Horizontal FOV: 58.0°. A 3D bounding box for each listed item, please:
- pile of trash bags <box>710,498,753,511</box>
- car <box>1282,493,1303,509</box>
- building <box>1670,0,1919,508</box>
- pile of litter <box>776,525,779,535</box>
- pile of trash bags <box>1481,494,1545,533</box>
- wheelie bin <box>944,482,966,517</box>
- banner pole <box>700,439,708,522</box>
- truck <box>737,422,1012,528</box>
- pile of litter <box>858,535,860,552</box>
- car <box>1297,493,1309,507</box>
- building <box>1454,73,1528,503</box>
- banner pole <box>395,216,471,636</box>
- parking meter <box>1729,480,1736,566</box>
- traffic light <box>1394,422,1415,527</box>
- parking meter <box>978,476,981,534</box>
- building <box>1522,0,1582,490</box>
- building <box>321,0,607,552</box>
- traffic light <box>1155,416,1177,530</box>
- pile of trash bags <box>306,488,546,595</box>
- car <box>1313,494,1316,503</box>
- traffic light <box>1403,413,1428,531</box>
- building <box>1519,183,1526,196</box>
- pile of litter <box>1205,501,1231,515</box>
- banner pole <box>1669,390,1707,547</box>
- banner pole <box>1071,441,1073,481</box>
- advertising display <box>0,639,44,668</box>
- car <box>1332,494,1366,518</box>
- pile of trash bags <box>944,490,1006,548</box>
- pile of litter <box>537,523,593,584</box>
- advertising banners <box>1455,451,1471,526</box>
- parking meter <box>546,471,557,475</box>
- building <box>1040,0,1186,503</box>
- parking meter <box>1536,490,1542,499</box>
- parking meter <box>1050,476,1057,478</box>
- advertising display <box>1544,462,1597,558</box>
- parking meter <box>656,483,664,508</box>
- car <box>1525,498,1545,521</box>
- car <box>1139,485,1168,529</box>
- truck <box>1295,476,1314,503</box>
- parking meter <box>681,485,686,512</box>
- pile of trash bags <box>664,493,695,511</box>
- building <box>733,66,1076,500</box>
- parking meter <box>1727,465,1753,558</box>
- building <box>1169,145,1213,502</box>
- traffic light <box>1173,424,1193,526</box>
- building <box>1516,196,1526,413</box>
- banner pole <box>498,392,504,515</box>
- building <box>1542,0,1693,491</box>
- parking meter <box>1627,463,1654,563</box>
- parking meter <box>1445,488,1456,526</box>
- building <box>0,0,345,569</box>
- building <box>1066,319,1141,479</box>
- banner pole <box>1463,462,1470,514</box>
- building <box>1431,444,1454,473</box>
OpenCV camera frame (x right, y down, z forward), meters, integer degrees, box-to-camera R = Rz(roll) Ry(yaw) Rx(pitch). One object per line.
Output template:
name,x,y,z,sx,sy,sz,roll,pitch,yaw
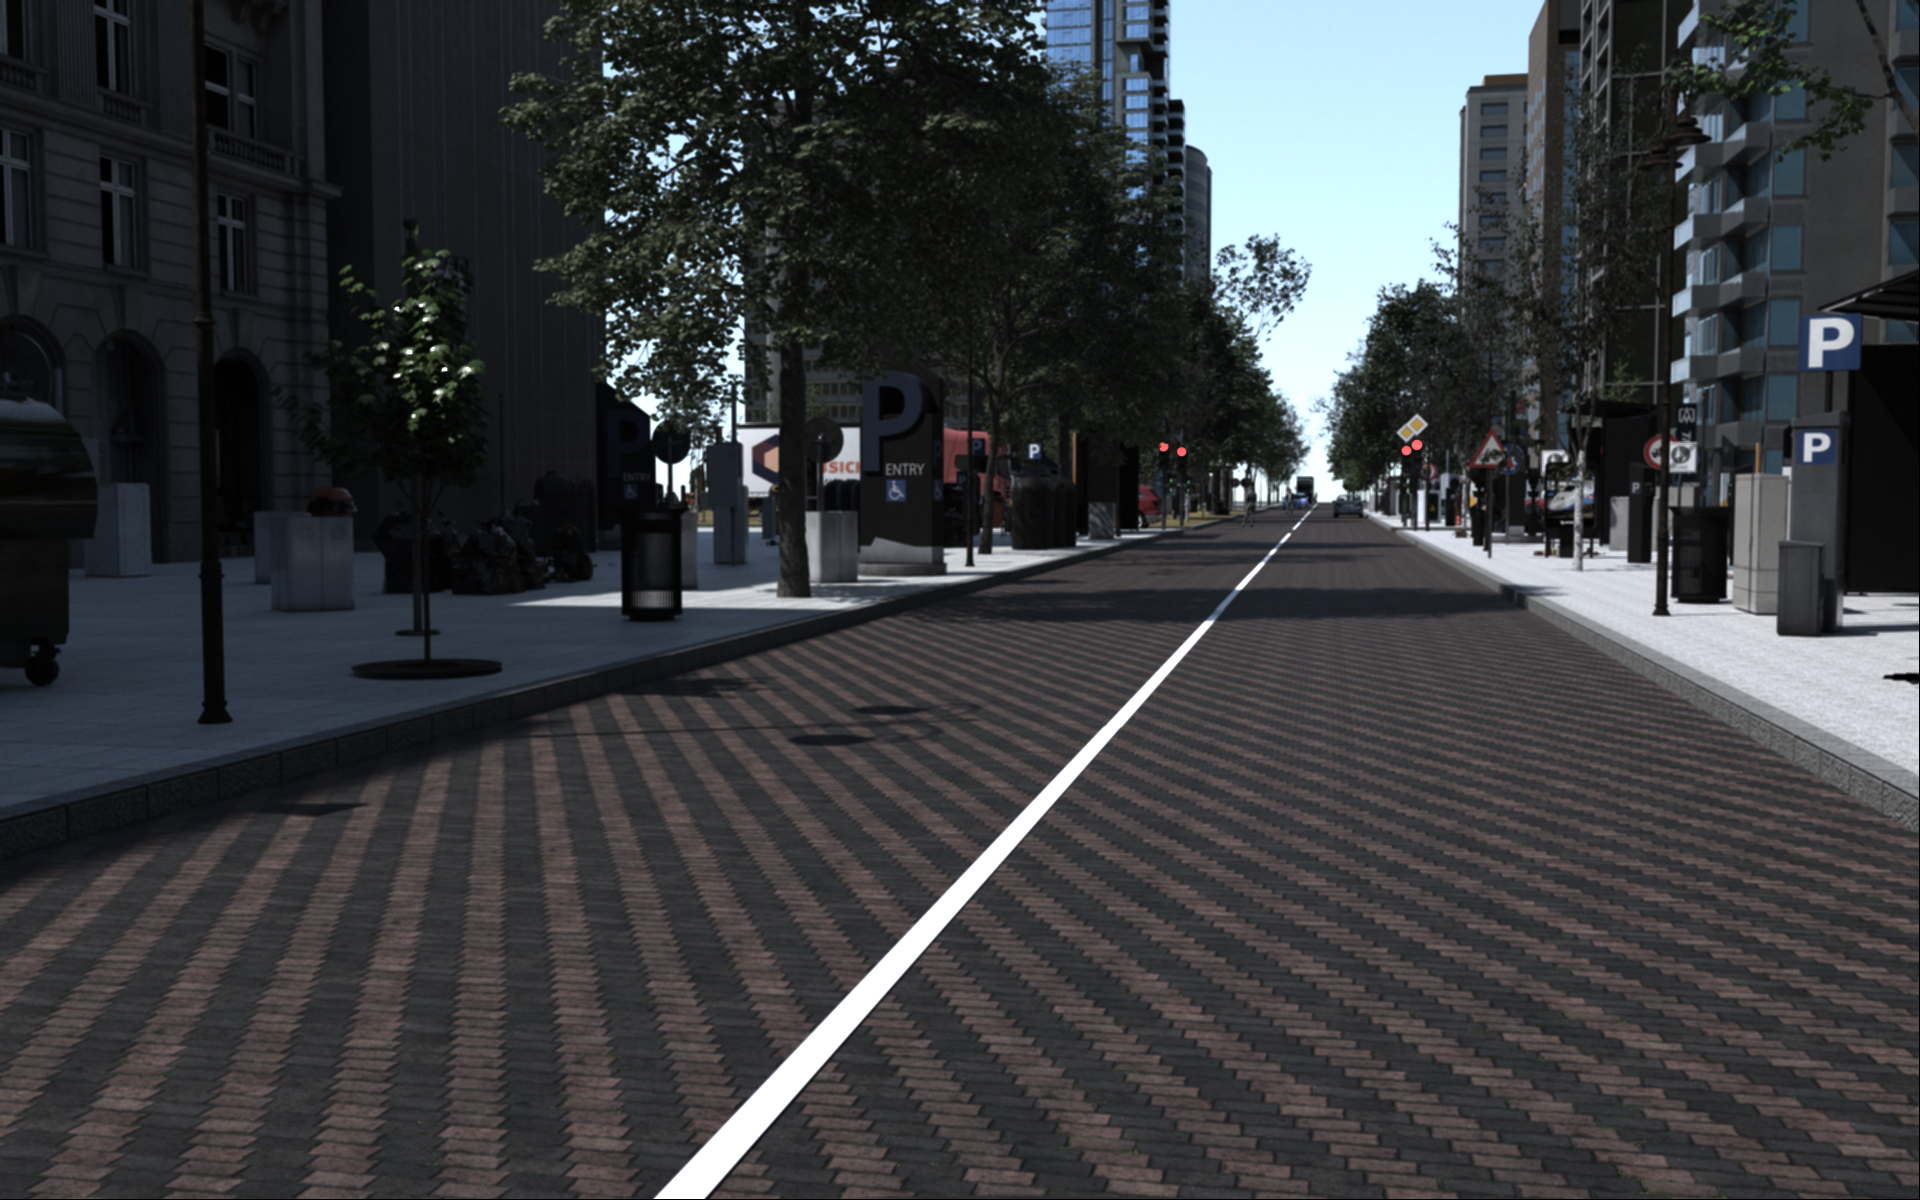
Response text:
pile of trash bags,-17.872,-7.674,135.219,3.447,1.369,1.912,0,4,5
car,31.454,-9.444,163.994,1.945,1.707,3.694,1,4,11
building,52.259,-28.576,86.830,30.456,49.044,23.786,1,4,12
pile of litter,-5.535,-2.482,54.544,1.176,0.858,1.719,2,4,34
pile of trash bags,18.257,-2.959,58.128,1.912,1.369,3.447,0,4,-8
wheelie bin,-0.234,-2.380,46.820,0.693,1.594,0.980,2,4,30
banner pole,-11.597,-5.464,79.356,0.401,3.779,0.863,2,4,32
truck,-2.964,-4.838,68.009,11.283,4.237,2.839,1,4,11
pile of litter,-2.036,-1.496,38.431,1.176,0.858,1.719,-2,4,-35
car,36.762,-10.874,187.375,1.945,1.707,3.694,1,4,11
building,82.301,-43.232,248.838,21.231,58.520,28.212,1,4,12
banner pole,-4.818,-1.584,15.910,0.401,3.779,0.863,3,4,37
parking meter,13.934,-1.373,30.865,0.372,1.533,0.369,0,3,0
traffic light,17.503,-4.842,68.080,0.839,4.253,0.868,1,4,12
parking meter,0.513,-3.080,56.072,0.255,1.863,0.399,1,4,10
building,57.619,-30.713,152.261,14.600,45.320,14.200,1,4,12
building,-25.936,-13.965,47.401,30.058,24.678,14.314,1,4,12
traffic light,7.325,-4.472,62.045,0.839,4.253,0.868,1,4,12
pile of trash bags,-7.241,-0.821,23.180,3.447,1.369,1.912,1,4,18
car,58.469,-17.024,288.570,2.015,1.641,3.980,1,4,14
traffic light,15.852,-4.364,60.266,0.839,4.253,0.868,1,4,12
building,73.166,-30.083,183.743,32.217,40.220,23.993,1,4,12
pile of litter,15.825,-5.646,106.271,1.719,0.858,1.176,0,4,1
banner pole,17.755,-3.178,41.980,0.863,3.779,0.401,1,4,10
banner pole,5.463,-5.602,81.608,0.863,3.779,0.401,3,4,36
advertising display,-7.062,-0.466,12.825,0.974,1.923,0.123,2,4,31
car,23.621,-5.702,105.232,2.014,1.417,4.499,1,4,13
pile of trash bags,-0.401,-1.973,42.014,3.447,1.369,1.912,-2,4,-33
pile of litter,-6.036,-0.703,25.463,1.176,0.858,1.719,1,4,23
advertising banners,20.382,-4.563,70.787,0.090,3.025,2.074,-1,4,-10
parking meter,-10.477,-2.369,44.447,0.255,1.863,0.399,-1,4,-17
building,23.239,-57.778,257.345,22.319,86.520,31.000,1,4,12
parking meter,39.706,-6.748,118.735,0.372,1.533,0.369,0,3,0
parking meter,3.106,-3.148,57.188,0.255,1.863,0.399,1,4,14
advertising display,12.237,-1.806,34.735,0.974,1.923,0.123,2,4,25
parking meter,-15.813,-5.225,91.147,0.255,1.863,0.399,3,5,40
car,22.606,-3.331,63.128,5.304,1.827,2.281,1,4,10
car,5.346,-3.562,66.914,5.304,1.827,2.281,1,4,13
truck,55.373,-17.684,278.044,2.839,4.237,11.283,1,4,13
parking meter,-17.890,-6.500,111.983,0.255,1.863,0.399,0,4,-2
pile of trash bags,-23.309,-7.963,139.947,3.447,1.369,1.912,1,4,10
building,-3.164,-28.698,161.094,32.217,40.220,23.993,1,4,12
parking meter,15.494,-1.757,34.436,0.399,1.863,0.255,0,4,4
building,30.027,-45.565,286.980,21.231,58.520,28.212,1,4,12
traffic light,8.976,-4.950,69.858,0.839,4.253,0.868,1,4,12
building,60.793,-24.159,166.705,14.160,30.474,14.107,1,4,12
banner pole,-11.243,-3.212,42.537,0.401,3.779,0.863,-1,4,-15
building,54.736,-42.015,125.196,20.563,71.187,20.611,1,4,12
parking meter,12.629,-1.616,32.126,0.255,1.863,0.399,-2,4,-26
parking meter,19.458,-3.687,68.700,0.372,1.533,0.369,0,3,0
building,-21.631,-11.305,26.634,13.314,21.916,24.055,1,4,12
building,4.242,-20.920,187.084,27.650,21.520,28.899,1,4,12
banner pole,32.919,-7.519,112.956,0.401,3.779,0.863,-3,4,-39
building,90.434,-26.492,278.185,27.650,21.520,28.899,1,4,12
